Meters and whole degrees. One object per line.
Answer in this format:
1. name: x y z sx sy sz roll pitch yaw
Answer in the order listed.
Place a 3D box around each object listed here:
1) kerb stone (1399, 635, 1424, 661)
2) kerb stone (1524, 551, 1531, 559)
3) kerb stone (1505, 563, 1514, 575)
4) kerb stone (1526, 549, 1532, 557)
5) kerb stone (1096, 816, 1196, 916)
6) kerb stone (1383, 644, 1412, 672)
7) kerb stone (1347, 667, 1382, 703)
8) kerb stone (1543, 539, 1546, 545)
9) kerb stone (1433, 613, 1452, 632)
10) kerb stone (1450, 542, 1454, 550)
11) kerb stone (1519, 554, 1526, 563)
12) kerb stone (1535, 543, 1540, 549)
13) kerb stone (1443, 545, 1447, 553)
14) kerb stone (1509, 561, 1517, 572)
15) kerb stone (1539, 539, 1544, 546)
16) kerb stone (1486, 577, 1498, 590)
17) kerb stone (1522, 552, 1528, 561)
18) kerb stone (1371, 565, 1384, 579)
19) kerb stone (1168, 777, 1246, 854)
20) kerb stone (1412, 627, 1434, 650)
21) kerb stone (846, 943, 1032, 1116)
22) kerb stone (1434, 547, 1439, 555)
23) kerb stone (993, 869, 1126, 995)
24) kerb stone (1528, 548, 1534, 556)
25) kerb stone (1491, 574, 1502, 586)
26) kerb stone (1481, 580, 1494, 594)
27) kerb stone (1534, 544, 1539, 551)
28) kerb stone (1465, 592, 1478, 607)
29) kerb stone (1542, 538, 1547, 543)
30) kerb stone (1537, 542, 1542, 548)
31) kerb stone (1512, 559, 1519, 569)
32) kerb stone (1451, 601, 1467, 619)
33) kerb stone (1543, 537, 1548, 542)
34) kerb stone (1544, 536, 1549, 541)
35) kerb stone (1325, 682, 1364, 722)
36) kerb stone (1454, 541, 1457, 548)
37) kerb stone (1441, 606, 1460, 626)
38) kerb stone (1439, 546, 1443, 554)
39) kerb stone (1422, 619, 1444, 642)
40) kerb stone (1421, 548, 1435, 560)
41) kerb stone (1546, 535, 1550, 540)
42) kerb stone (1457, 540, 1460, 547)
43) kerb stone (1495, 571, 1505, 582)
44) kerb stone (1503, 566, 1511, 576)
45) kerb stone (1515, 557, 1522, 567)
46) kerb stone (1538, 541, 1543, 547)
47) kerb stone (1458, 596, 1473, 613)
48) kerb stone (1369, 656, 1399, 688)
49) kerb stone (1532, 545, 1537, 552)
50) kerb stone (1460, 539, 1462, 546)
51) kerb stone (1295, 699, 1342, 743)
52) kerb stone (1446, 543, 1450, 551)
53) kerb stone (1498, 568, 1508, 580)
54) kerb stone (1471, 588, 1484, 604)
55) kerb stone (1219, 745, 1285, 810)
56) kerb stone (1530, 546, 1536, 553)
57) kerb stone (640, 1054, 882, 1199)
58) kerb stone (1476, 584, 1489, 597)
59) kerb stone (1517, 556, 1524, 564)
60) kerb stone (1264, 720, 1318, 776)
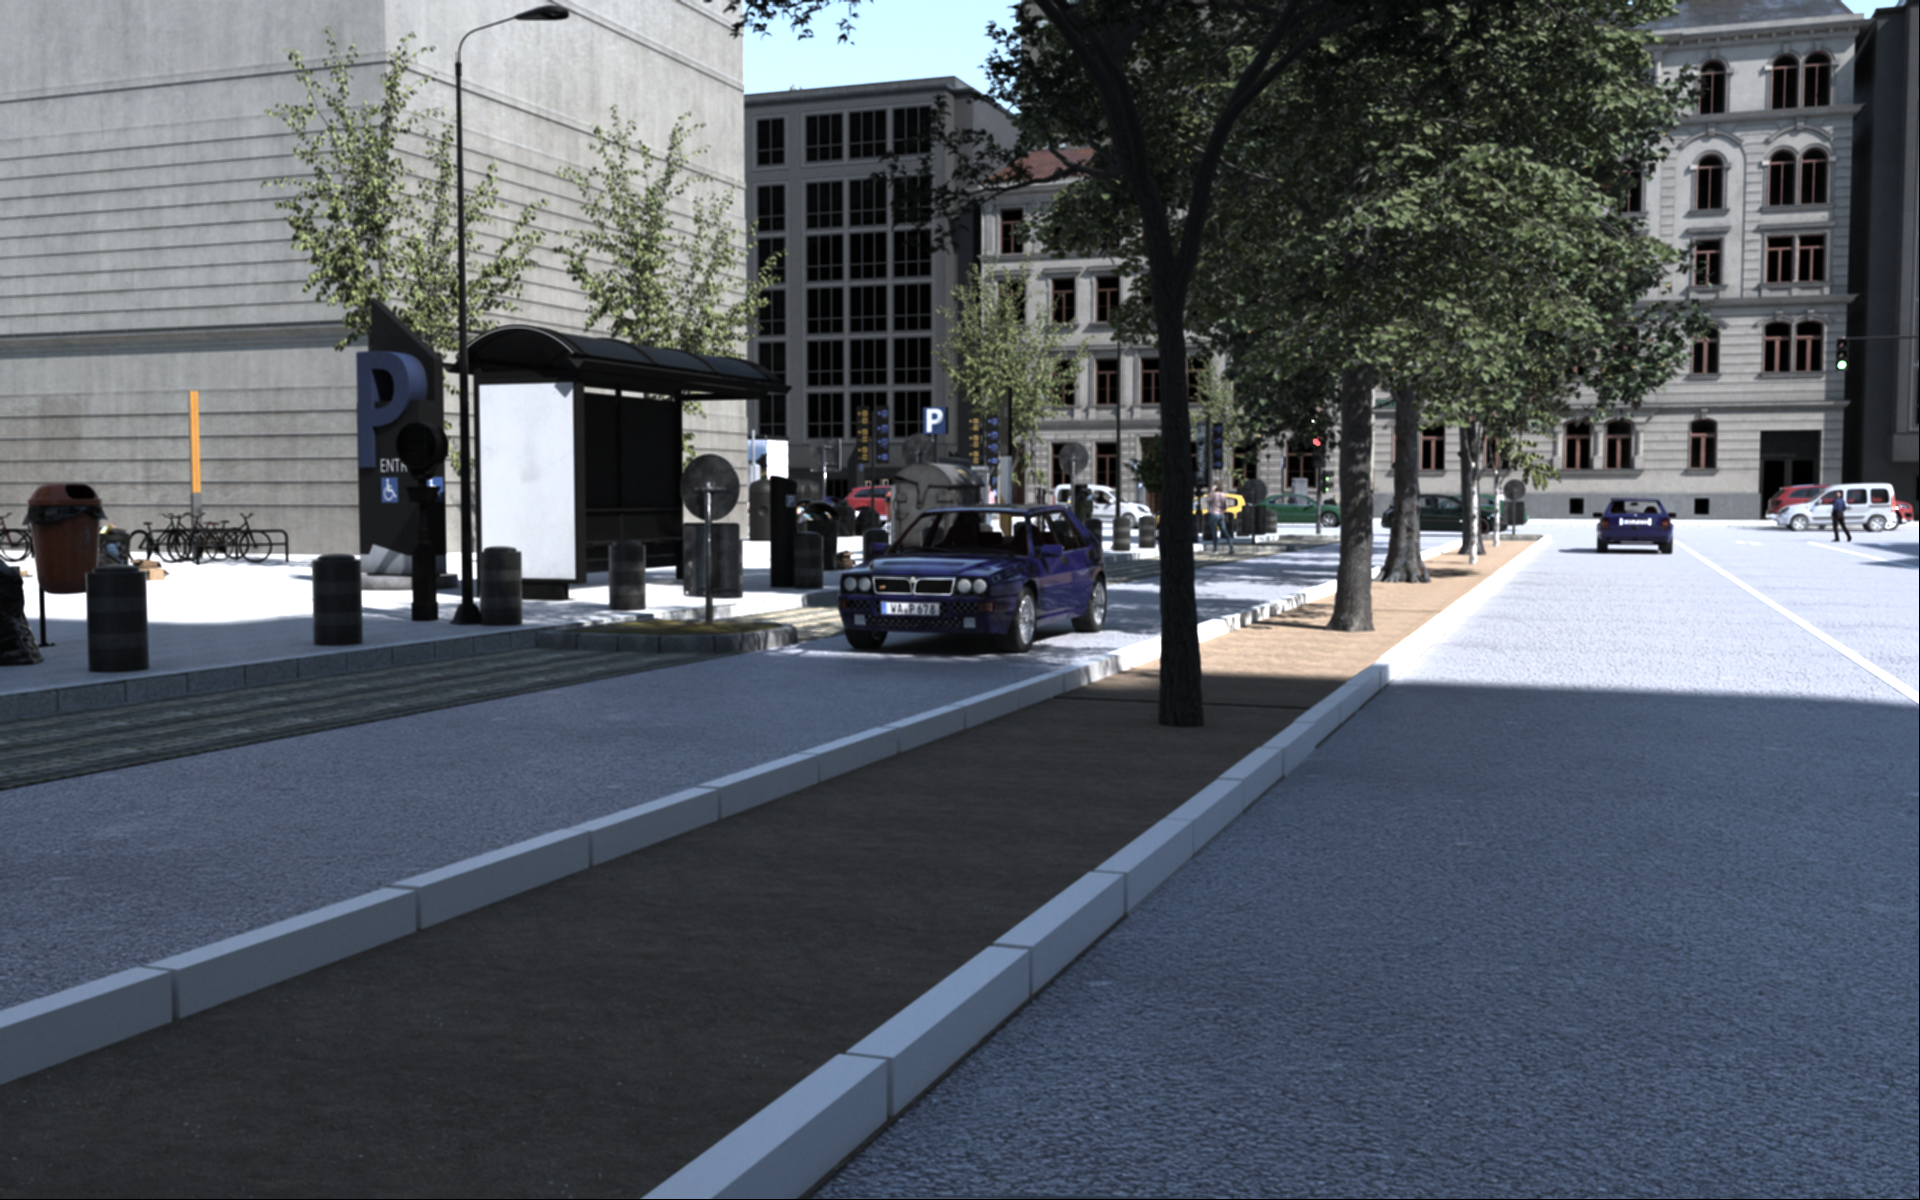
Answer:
1. kerb stone: 3.897 0.438 15.039 0.120 0.150 1.000 1 4 20
2. kerb stone: 12.115 -0.917 37.194 0.120 0.150 1.000 1 4 20
3. kerb stone: 9.610 -0.504 30.442 0.120 0.150 1.000 1 4 20
4. kerb stone: 12.472 -0.972 38.156 0.120 0.150 1.000 1 4 20
5. kerb stone: 0.686 0.969 6.364 0.120 0.150 1.000 1 4 20
6. kerb stone: 3.540 0.496 14.078 0.120 0.150 1.000 1 4 20
7. kerb stone: 2.823 0.614 12.150 0.120 0.150 1.000 1 4 20
8. kerb stone: 15.692 -1.507 46.827 0.120 0.150 1.000 1 4 20
9. kerb stone: 4.962 0.265 17.927 0.120 0.150 1.000 1 4 20
10. kerb stone: 12.299 -1.318 43.738 0.120 0.150 1.000 1 4 20
11. kerb stone: 11.393 -0.800 35.270 0.120 0.150 1.000 1 4 20
12. kerb stone: 14.259 -1.270 42.981 0.120 0.150 1.000 1 4 20
13. kerb stone: 11.586 -1.200 41.808 0.120 0.150 1.000 1 4 20
14. kerb stone: 9.967 -0.561 31.413 0.120 0.150 1.000 1 4 20
15. kerb stone: 15.330 -1.448 45.863 0.120 0.150 1.000 1 4 20
16. kerb stone: 7.828 -0.210 25.634 0.120 0.150 1.000 1 4 20
17. kerb stone: 11.752 -0.858 36.231 0.120 0.150 1.000 1 4 20
18. kerb stone: 7.292 -0.493 30.259 0.120 0.150 1.000 1 4 20
19. kerb stone: 1.041 0.913 7.326 0.120 0.150 1.000 1 4 20
20. kerb stone: 4.251 0.383 16.001 0.120 0.150 1.000 1 4 20
21. kerb stone: -0.034 1.090 4.445 0.120 0.150 1.000 1 4 20
22. kerb stone: 10.864 -1.082 39.884 0.120 0.150 1.000 1 4 20
23. kerb stone: 0.324 1.028 5.406 0.120 0.150 1.000 1 4 20
24. kerb stone: 12.828 -1.035 39.117 0.120 0.150 1.000 1 4 20
25. kerb stone: 8.186 -0.265 26.594 0.120 0.150 1.000 1 4 20
26. kerb stone: 7.475 -0.151 24.668 0.120 0.150 1.000 1 4 20
27. kerb stone: 13.896 -1.212 42.005 0.120 0.150 1.000 1 4 20
28. kerb stone: 6.391 0.032 21.781 0.120 0.150 1.000 1 4 20
29. kerb stone: 16.042 -1.563 47.793 0.120 0.150 1.000 1 4 20
30. kerb stone: 14.612 -1.330 43.943 0.120 0.150 1.000 1 4 20
31. kerb stone: 10.323 -0.623 32.379 0.120 0.150 1.000 1 4 20
32. kerb stone: 5.682 0.144 19.846 0.120 0.150 1.000 1 4 20
33. kerb stone: 16.395 -1.624 48.755 0.120 0.150 1.000 1 4 20
34. kerb stone: 16.747 -1.683 49.718 0.120 0.150 1.000 1 4 20
35. kerb stone: 2.468 0.674 11.188 0.120 0.150 1.000 1 4 20
36. kerb stone: 12.654 -1.374 44.699 0.120 0.150 1.000 1 4 20
37. kerb stone: 5.325 0.202 18.886 0.120 0.150 1.000 1 4 20
38. kerb stone: 11.230 -1.141 40.846 0.120 0.150 1.000 1 4 20
39. kerb stone: 4.612 0.320 16.963 0.120 0.150 1.000 1 4 20
40. kerb stone: 10.509 -1.023 38.916 0.120 0.150 1.000 1 4 20
41. kerb stone: 17.108 -1.729 50.678 0.120 0.150 1.000 1 4 20
42. kerb stone: 13.008 -1.436 45.669 0.120 0.150 1.000 1 4 20
43. kerb stone: 8.540 -0.321 27.560 0.120 0.150 1.000 1 4 20
44. kerb stone: 9.247 -0.446 29.483 0.120 0.150 1.000 1 4 20
45. kerb stone: 10.686 -0.682 33.346 0.120 0.150 1.000 1 4 20
46. kerb stone: 14.969 -1.389 44.903 0.120 0.150 1.000 1 4 20
47. kerb stone: 6.039 0.084 20.819 0.120 0.150 1.000 1 4 20
48. kerb stone: 3.187 0.560 13.116 0.120 0.150 1.000 1 4 20
49. kerb stone: 13.531 -1.150 41.043 0.120 0.150 1.000 1 4 20
50. kerb stone: 13.366 -1.492 46.630 0.120 0.150 1.000 1 4 20
51. kerb stone: 2.110 0.732 10.228 0.120 0.150 1.000 1 4 20
52. kerb stone: 11.948 -1.259 42.775 0.120 0.150 1.000 1 4 20
53. kerb stone: 8.897 -0.387 28.520 0.120 0.150 1.000 1 4 20
54. kerb stone: 6.754 -0.028 22.740 0.120 0.150 1.000 1 4 20
55. kerb stone: 1.396 0.851 8.288 0.120 0.150 1.000 1 4 20
56. kerb stone: 13.185 -1.094 40.077 0.120 0.150 1.000 1 4 20
57. kerb stone: -0.395 1.144 3.484 0.120 0.150 1.000 1 4 20
58. kerb stone: 7.110 -0.087 23.710 0.120 0.150 1.000 1 4 20
59. kerb stone: 11.039 -0.739 34.309 0.120 0.150 1.000 1 4 20
60. kerb stone: 1.761 0.792 9.253 0.120 0.150 1.000 1 4 20
